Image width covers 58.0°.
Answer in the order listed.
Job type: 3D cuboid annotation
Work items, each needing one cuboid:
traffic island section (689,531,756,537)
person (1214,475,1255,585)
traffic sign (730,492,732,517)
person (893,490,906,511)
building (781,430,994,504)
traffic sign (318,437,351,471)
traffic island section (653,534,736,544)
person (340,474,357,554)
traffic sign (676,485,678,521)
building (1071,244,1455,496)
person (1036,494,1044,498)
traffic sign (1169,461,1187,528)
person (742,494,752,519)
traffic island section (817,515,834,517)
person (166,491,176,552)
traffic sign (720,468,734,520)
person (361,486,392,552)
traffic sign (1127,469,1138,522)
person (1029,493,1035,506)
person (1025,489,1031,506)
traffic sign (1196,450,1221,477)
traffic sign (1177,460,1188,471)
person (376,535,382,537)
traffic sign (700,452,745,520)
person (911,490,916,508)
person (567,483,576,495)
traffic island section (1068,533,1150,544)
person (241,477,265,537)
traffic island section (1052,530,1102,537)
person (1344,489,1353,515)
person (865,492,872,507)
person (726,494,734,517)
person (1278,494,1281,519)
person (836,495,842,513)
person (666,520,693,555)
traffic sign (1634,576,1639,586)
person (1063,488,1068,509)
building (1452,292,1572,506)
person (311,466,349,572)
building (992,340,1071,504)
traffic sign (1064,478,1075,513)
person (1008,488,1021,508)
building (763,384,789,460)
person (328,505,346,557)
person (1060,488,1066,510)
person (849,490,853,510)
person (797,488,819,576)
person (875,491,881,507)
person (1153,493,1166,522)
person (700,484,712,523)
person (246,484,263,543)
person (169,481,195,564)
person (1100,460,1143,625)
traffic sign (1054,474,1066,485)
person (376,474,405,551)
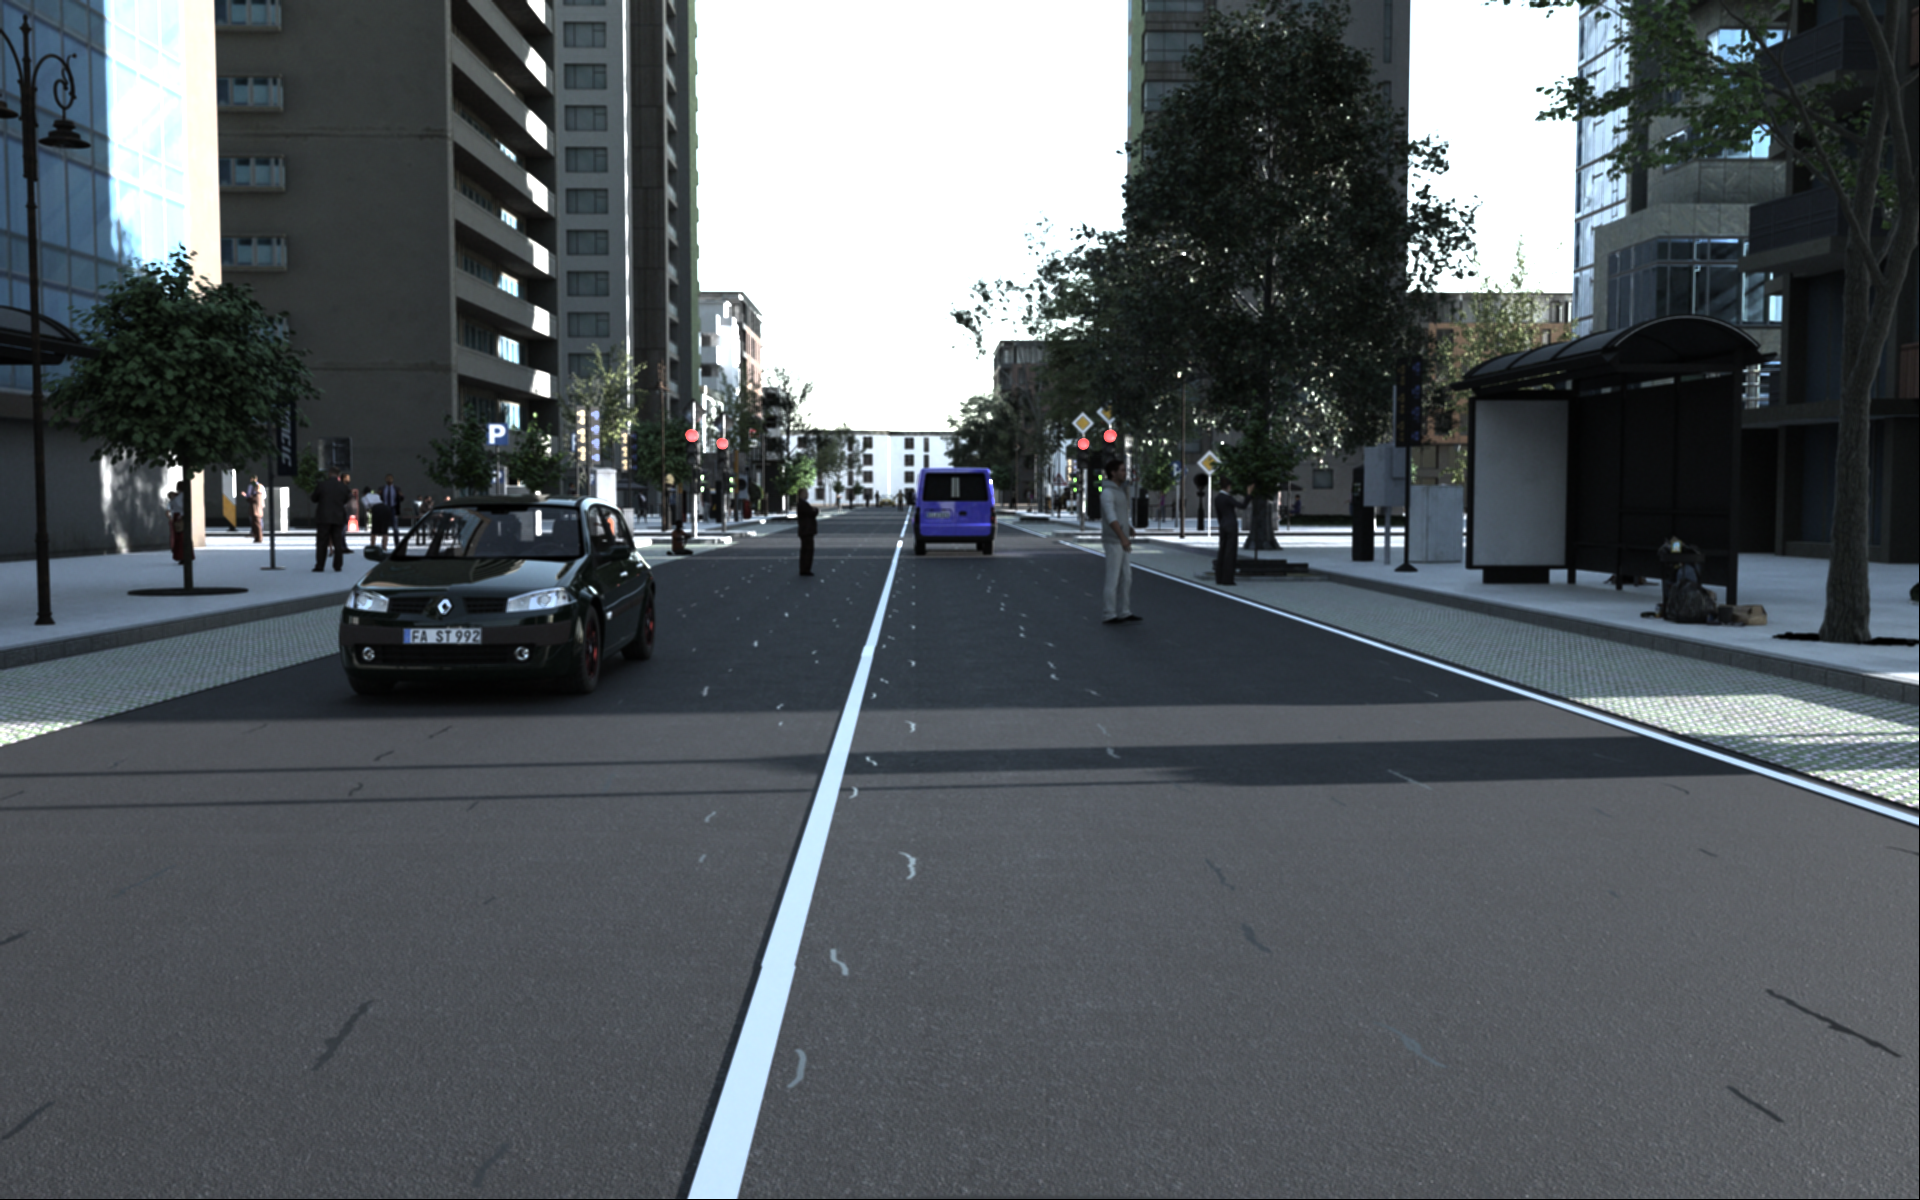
[{"bbox_3d":[-8.037,-2.237,58.856,2.009,0.180,2.903,0,4,-2],"label":"traffic island section"},{"bbox_3d":[4.302,-1.087,27.075,0.742,1.727,0.445,2,4,31],"label":"person"},{"bbox_3d":[-12.871,-5.949,97.277,0.884,2.594,0.081,0,4,5],"label":"traffic sign"},{"bbox_3d":[-5.068,-8.496,147.497,1.348,1.812,0.705,1,4,15],"label":"person"},{"bbox_3d":[-9.433,-17.630,230.401,28.070,9.664,9.099,0,4,-2],"label":"building"},{"bbox_3d":[-11.272,-1.780,31.235,0.606,2.300,0.079,0,4,3],"label":"traffic sign"},{"bbox_3d":[-7.826,-1.749,50.874,2.009,0.180,2.903,0,4,-2],"label":"traffic island section"},{"bbox_3d":[-13.224,-1.866,37.376,0.431,1.722,0.655,-1,4,-16],"label":"person"},{"bbox_3d":[-11.037,-4.123,67.520,0.768,2.556,0.104,0,4,5],"label":"traffic sign"},{"bbox_3d":[25.782,-19.202,157.922,27.936,21.610,32.646,0,4,-2],"label":"building"},{"bbox_3d":[8.199,-10.385,176.559,0.721,1.735,1.217,-3,5,-43],"label":"person"},{"bbox_3d":[8.250,-4.031,66.017,0.768,2.556,0.104,0,4,7],"label":"traffic sign"},{"bbox_3d":[-10.782,-4.839,87.632,0.387,1.526,0.523,2,4,27],"label":"person"},{"bbox_3d":[-9.073,-5.373,110.720,1.991,0.108,1.994,0,4,-2],"label":"traffic island section"},{"bbox_3d":[-17.201,-1.720,38.068,0.340,1.345,0.435,0,4,1],"label":"person"},{"bbox_3d":[-11.151,-5.082,83.188,0.768,2.556,0.104,0,4,1],"label":"traffic sign"},{"bbox_3d":[-11.580,-1.533,34.290,0.799,1.438,0.628,1,4,14],"label":"person"},{"bbox_3d":[6.621,-4.168,68.158,0.884,2.594,0.081,0,4,5],"label":"traffic sign"},{"bbox_3d":[7.581,-10.670,183.716,0.991,1.433,0.599,-1,4,-15],"label":"person"},{"bbox_3d":[7.394,-11.083,187.256,0.705,1.824,1.348,-2,4,-25],"label":"person"},{"bbox_3d":[7.396,-3.149,51.221,0.795,2.593,0.064,0,4,-1],"label":"traffic sign"},{"bbox_3d":[8.409,-4.093,66.658,0.795,2.593,0.064,0,4,7],"label":"traffic sign"},{"bbox_3d":[-18.539,-2.611,55.093,0.340,1.345,0.435,0,4,4],"label":"person"},{"bbox_3d":[-11.593,-5.541,84.468,2.265,3.308,0.079,0,4,5],"label":"traffic sign"},{"bbox_3d":[-4.640,-10.274,176.341,0.709,1.838,0.599,-2,4,-25],"label":"person"},{"bbox_3d":[-15.414,-3.797,68.944,0.431,1.722,0.655,-1,4,-17],"label":"person"},{"bbox_3d":[4.411,-1.768,51.190,2.009,0.180,2.903,0,4,-2],"label":"traffic island section"},{"bbox_3d":[-20.824,-2.754,50.943,0.709,1.838,0.599,1,4,18],"label":"person"},{"bbox_3d":[4.201,-2.256,59.172,2.009,0.180,2.903,0,4,-2],"label":"traffic island section"},{"bbox_3d":[17.019,-4.102,75.076,0.435,1.587,0.963,3,4,36],"label":"person"},{"bbox_3d":[-10.031,-11.063,190.181,0.742,1.727,0.445,0,4,4],"label":"person"},{"bbox_3d":[-12.859,-5.321,96.224,0.628,1.438,0.799,3,5,42],"label":"person"},{"bbox_3d":[16.049,-4.993,88.227,0.990,1.755,0.434,-3,5,-45],"label":"person"},{"bbox_3d":[-9.045,-7.188,129.934,0.435,1.345,0.340,-1,4,-11],"label":"person"},{"bbox_3d":[-6.457,-1.445,40.408,0.655,0.850,0.859,2,4,31],"label":"person"},{"bbox_3d":[9.403,-1.339,24.017,0.606,2.300,0.079,0,4,-1],"label":"traffic sign"},{"bbox_3d":[8.907,-8.650,147.483,0.705,1.823,1.348,2,4,32],"label":"person"},{"bbox_3d":[46.796,-21.106,189.065,32.646,21.610,27.936,0,4,-2],"label":"building"},{"bbox_3d":[-10.487,-1.349,28.784,0.600,1.739,0.565,2,4,29],"label":"person"},{"bbox_3d":[21.318,-24.246,240.388,32.646,21.610,27.936,0,4,-2],"label":"building"},{"bbox_3d":[7.034,-6.710,109.716,0.884,2.594,0.081,0,4,7],"label":"traffic sign"},{"bbox_3d":[4.820,-9.088,154.649,1.348,1.823,0.705,3,4,36],"label":"person"},{"bbox_3d":[-39.301,-22.430,233.183,31.486,18.905,16.747,0,4,-2],"label":"building"},{"bbox_3d":[-12.816,-1.599,35.375,0.799,1.438,0.628,3,4,37],"label":"person"},{"bbox_3d":[8.318,-8.211,141.029,0.721,1.736,1.217,-2,4,-27],"label":"person"},{"bbox_3d":[-9.802,-9.031,156.178,0.705,1.821,1.348,-1,4,-8],"label":"person"},{"bbox_3d":[-2.682,-1.212,30.579,0.388,1.546,0.482,0,4,2],"label":"person"},{"bbox_3d":[-8.986,-11.021,188.824,0.705,1.807,1.348,-2,4,-33],"label":"person"},{"bbox_3d":[9.037,-4.247,78.711,0.776,1.435,0.726,1,4,18],"label":"person"},{"bbox_3d":[-11.069,-4.254,75.726,0.434,1.807,0.598,3,5,44],"label":"person"},{"bbox_3d":[-18.556,-2.281,45.605,0.388,1.546,0.482,-1,4,-10],"label":"person"},{"bbox_3d":[-14.157,-1.408,31.526,0.387,1.526,0.523,-3,5,-44],"label":"person"},{"bbox_3d":[1.774,-0.635,19.038,0.789,1.805,0.875,1,4,22],"label":"person"},{"bbox_3d":[5.924,-6.357,103.933,0.884,2.594,0.081,0,4,4],"label":"traffic sign"},{"bbox_3d":[-12.788,-1.955,38.831,0.655,1.722,0.431,-1,4,-9],"label":"person"}]
